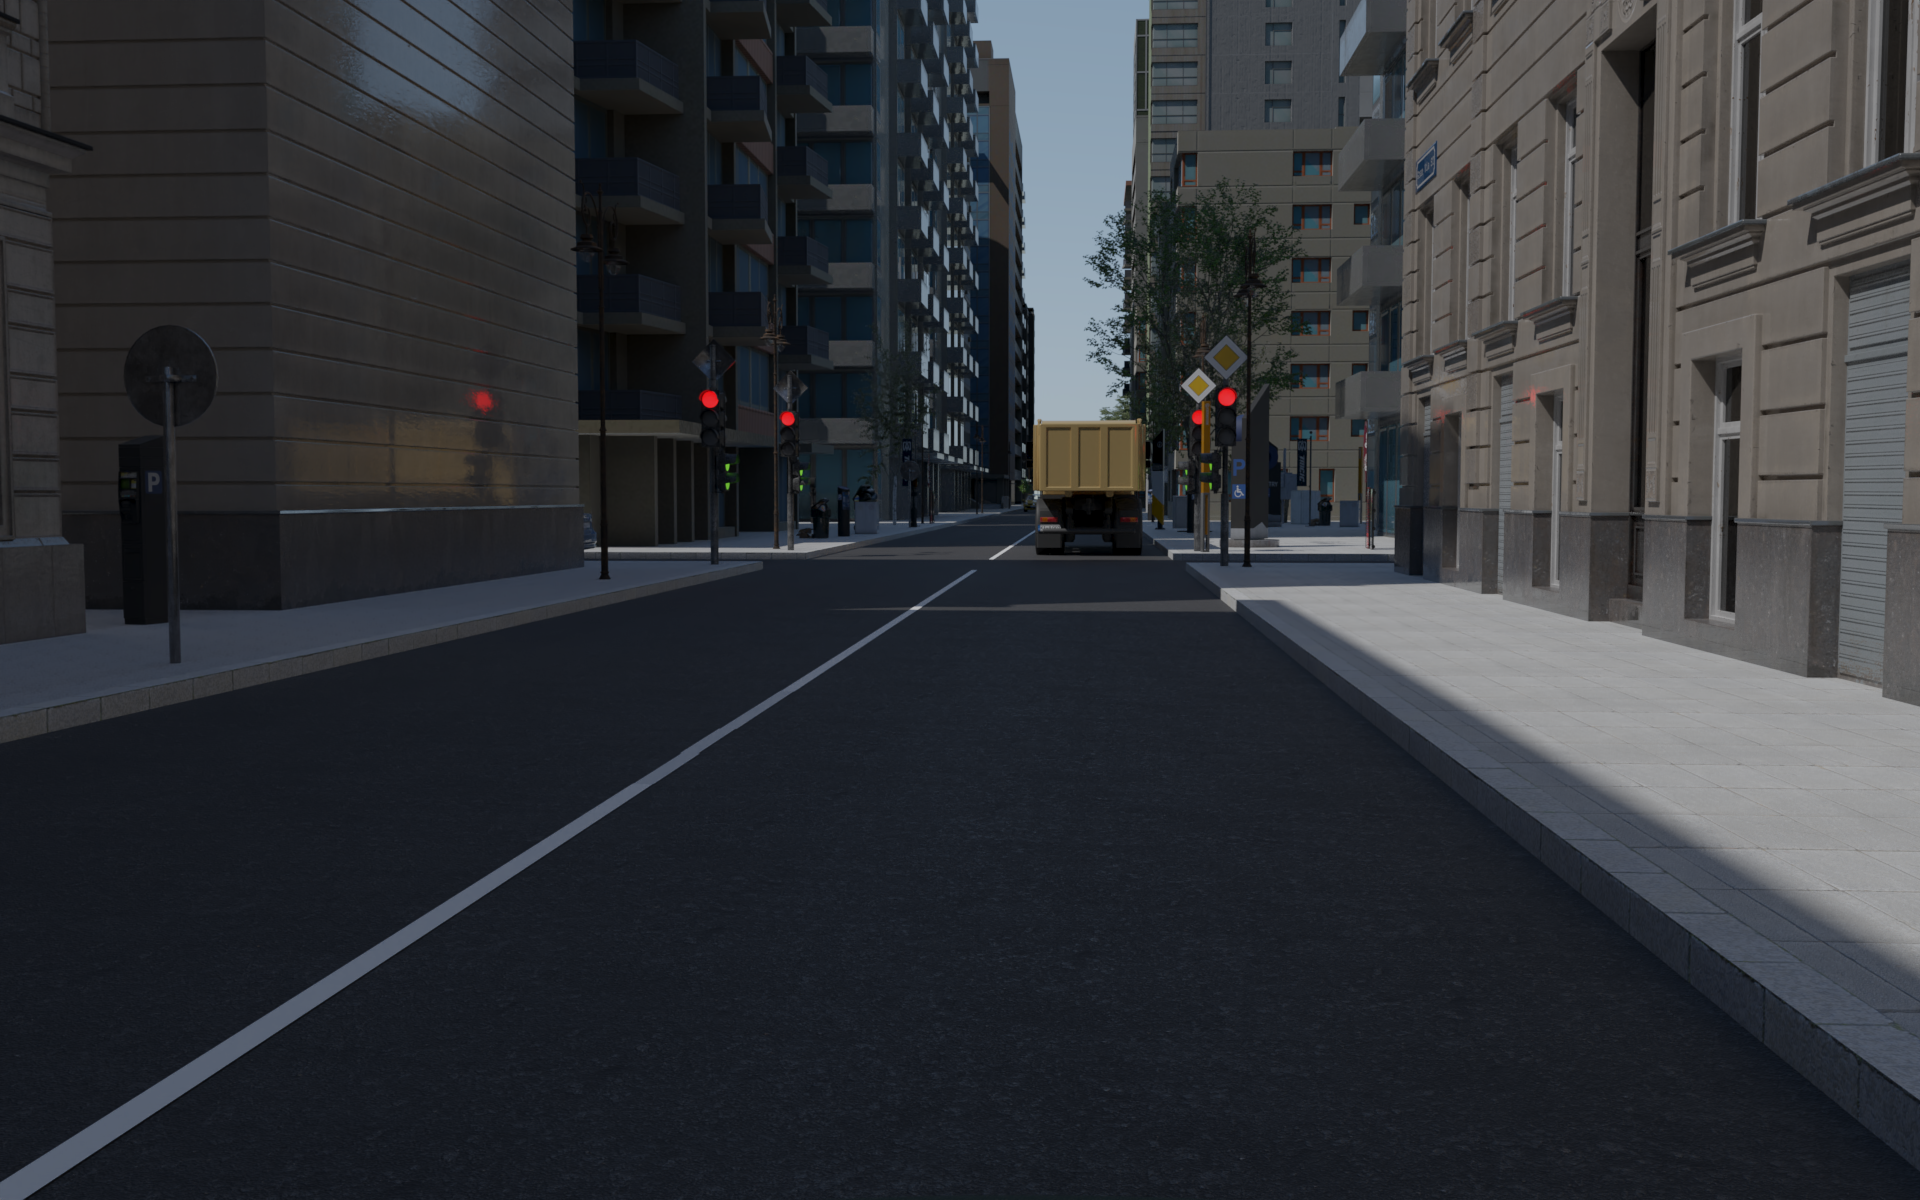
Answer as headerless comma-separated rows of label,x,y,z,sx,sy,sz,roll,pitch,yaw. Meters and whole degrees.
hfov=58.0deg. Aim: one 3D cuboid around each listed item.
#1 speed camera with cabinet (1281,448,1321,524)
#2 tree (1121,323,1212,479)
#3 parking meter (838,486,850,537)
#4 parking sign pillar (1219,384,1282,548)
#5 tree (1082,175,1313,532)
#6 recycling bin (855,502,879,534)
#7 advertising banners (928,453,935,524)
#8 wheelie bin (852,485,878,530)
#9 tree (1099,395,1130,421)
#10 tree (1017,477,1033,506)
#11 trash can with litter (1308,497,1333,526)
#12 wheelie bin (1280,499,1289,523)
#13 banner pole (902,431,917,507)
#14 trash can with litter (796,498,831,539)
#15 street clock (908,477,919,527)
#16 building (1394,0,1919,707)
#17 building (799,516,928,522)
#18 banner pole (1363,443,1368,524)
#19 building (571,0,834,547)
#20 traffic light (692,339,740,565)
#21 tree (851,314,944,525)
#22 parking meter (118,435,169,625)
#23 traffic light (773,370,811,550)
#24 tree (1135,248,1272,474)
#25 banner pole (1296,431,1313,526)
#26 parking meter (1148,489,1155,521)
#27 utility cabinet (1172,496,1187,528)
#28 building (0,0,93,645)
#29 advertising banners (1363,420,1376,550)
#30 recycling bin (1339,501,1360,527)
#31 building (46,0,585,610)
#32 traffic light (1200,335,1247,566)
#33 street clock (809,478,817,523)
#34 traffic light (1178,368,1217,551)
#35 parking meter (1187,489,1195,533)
speed camera with cabinet,15.557,-5.231,79.856,2.038,3.252,0.660,0,4,-5
tree,8.746,-7.578,74.269,4.737,8.622,4.395,0,3,0
parking meter,-3.513,-2.687,52.348,0.372,1.533,0.369,0,3,0
parking sign pillar,7.030,-3.271,41.959,1.447,3.967,1.447,2,4,34
tree,7.858,-8.083,57.913,9.928,11.665,9.643,0,3,0
recycling bin,-2.995,-2.644,55.776,0.722,1.027,0.722,0,4,4
advertising banners,-1.257,-4.827,75.116,0.090,3.025,2.074,0,4,7
wheelie bin,-3.267,-3.193,60.109,0.693,1.594,0.980,2,4,28
tree,18.397,-17.052,196.935,7.486,12.596,7.792,0,3,0
tree,7.281,-11.998,190.768,1.663,3.219,1.824,0,3,0
trash can with litter,14.499,-3.574,69.827,0.624,1.170,1.055,-3,4,-38
wheelie bin,14.233,-4.233,77.118,0.693,1.594,0.980,-2,4,-31
banner pole,-1.964,-4.816,68.761,0.863,3.779,0.401,2,4,29
trash can with litter,-4.251,-2.367,50.092,1.055,1.170,0.624,2,4,25
street clock,-1.783,-3.804,66.769,0.358,2.002,0.471,2,4,32
building,11.876,-13.336,15.310,12.463,27.353,25.104,0,4,4
building,-12.326,-28.862,91.498,23.786,49.044,30.456,0,4,4
banner pole,17.398,-5.131,73.914,0.401,3.779,0.863,0,4,5
building,-16.092,-24.440,54.215,22.147,44.769,28.867,0,4,4
traffic light,-4.448,-2.599,31.410,0.839,4.253,0.868,0,4,4
tree,-2.705,-7.415,71.599,4.360,8.622,3.978,0,3,0
parking meter,-8.056,-0.695,17.082,0.255,1.863,0.399,1,4,17
traffic light,-3.840,-3.086,39.372,0.839,4.253,0.868,0,4,4
tree,7.257,-6.186,51.505,4.360,8.622,3.978,0,3,0
banner pole,13.664,-4.801,68.519,0.863,3.779,0.401,-1,4,-21
parking meter,9.246,-4.600,83.616,0.372,1.533,0.369,0,3,0
utility cabinet,8.490,-3.292,64.980,1.020,1.237,0.306,-1,4,-22
building,-13.451,-8.692,6.738,10.561,19.102,19.286,0,4,4
advertising banners,9.595,-2.717,40.613,0.090,3.025,2.074,0,4,7
recycling bin,15.184,-3.356,67.432,0.722,1.027,0.722,1,4,19
building,-19.119,-13.925,24.941,25.104,27.353,12.463,0,4,4
traffic light,4.688,-2.557,30.732,0.839,4.253,0.868,0,4,4
street clock,-6.467,-4.383,76.230,0.358,2.002,0.471,0,4,4
traffic light,5.296,-3.044,38.694,0.839,4.253,0.868,0,4,4
parking meter,7.677,-2.981,57.152,0.372,1.533,0.369,0,3,0
